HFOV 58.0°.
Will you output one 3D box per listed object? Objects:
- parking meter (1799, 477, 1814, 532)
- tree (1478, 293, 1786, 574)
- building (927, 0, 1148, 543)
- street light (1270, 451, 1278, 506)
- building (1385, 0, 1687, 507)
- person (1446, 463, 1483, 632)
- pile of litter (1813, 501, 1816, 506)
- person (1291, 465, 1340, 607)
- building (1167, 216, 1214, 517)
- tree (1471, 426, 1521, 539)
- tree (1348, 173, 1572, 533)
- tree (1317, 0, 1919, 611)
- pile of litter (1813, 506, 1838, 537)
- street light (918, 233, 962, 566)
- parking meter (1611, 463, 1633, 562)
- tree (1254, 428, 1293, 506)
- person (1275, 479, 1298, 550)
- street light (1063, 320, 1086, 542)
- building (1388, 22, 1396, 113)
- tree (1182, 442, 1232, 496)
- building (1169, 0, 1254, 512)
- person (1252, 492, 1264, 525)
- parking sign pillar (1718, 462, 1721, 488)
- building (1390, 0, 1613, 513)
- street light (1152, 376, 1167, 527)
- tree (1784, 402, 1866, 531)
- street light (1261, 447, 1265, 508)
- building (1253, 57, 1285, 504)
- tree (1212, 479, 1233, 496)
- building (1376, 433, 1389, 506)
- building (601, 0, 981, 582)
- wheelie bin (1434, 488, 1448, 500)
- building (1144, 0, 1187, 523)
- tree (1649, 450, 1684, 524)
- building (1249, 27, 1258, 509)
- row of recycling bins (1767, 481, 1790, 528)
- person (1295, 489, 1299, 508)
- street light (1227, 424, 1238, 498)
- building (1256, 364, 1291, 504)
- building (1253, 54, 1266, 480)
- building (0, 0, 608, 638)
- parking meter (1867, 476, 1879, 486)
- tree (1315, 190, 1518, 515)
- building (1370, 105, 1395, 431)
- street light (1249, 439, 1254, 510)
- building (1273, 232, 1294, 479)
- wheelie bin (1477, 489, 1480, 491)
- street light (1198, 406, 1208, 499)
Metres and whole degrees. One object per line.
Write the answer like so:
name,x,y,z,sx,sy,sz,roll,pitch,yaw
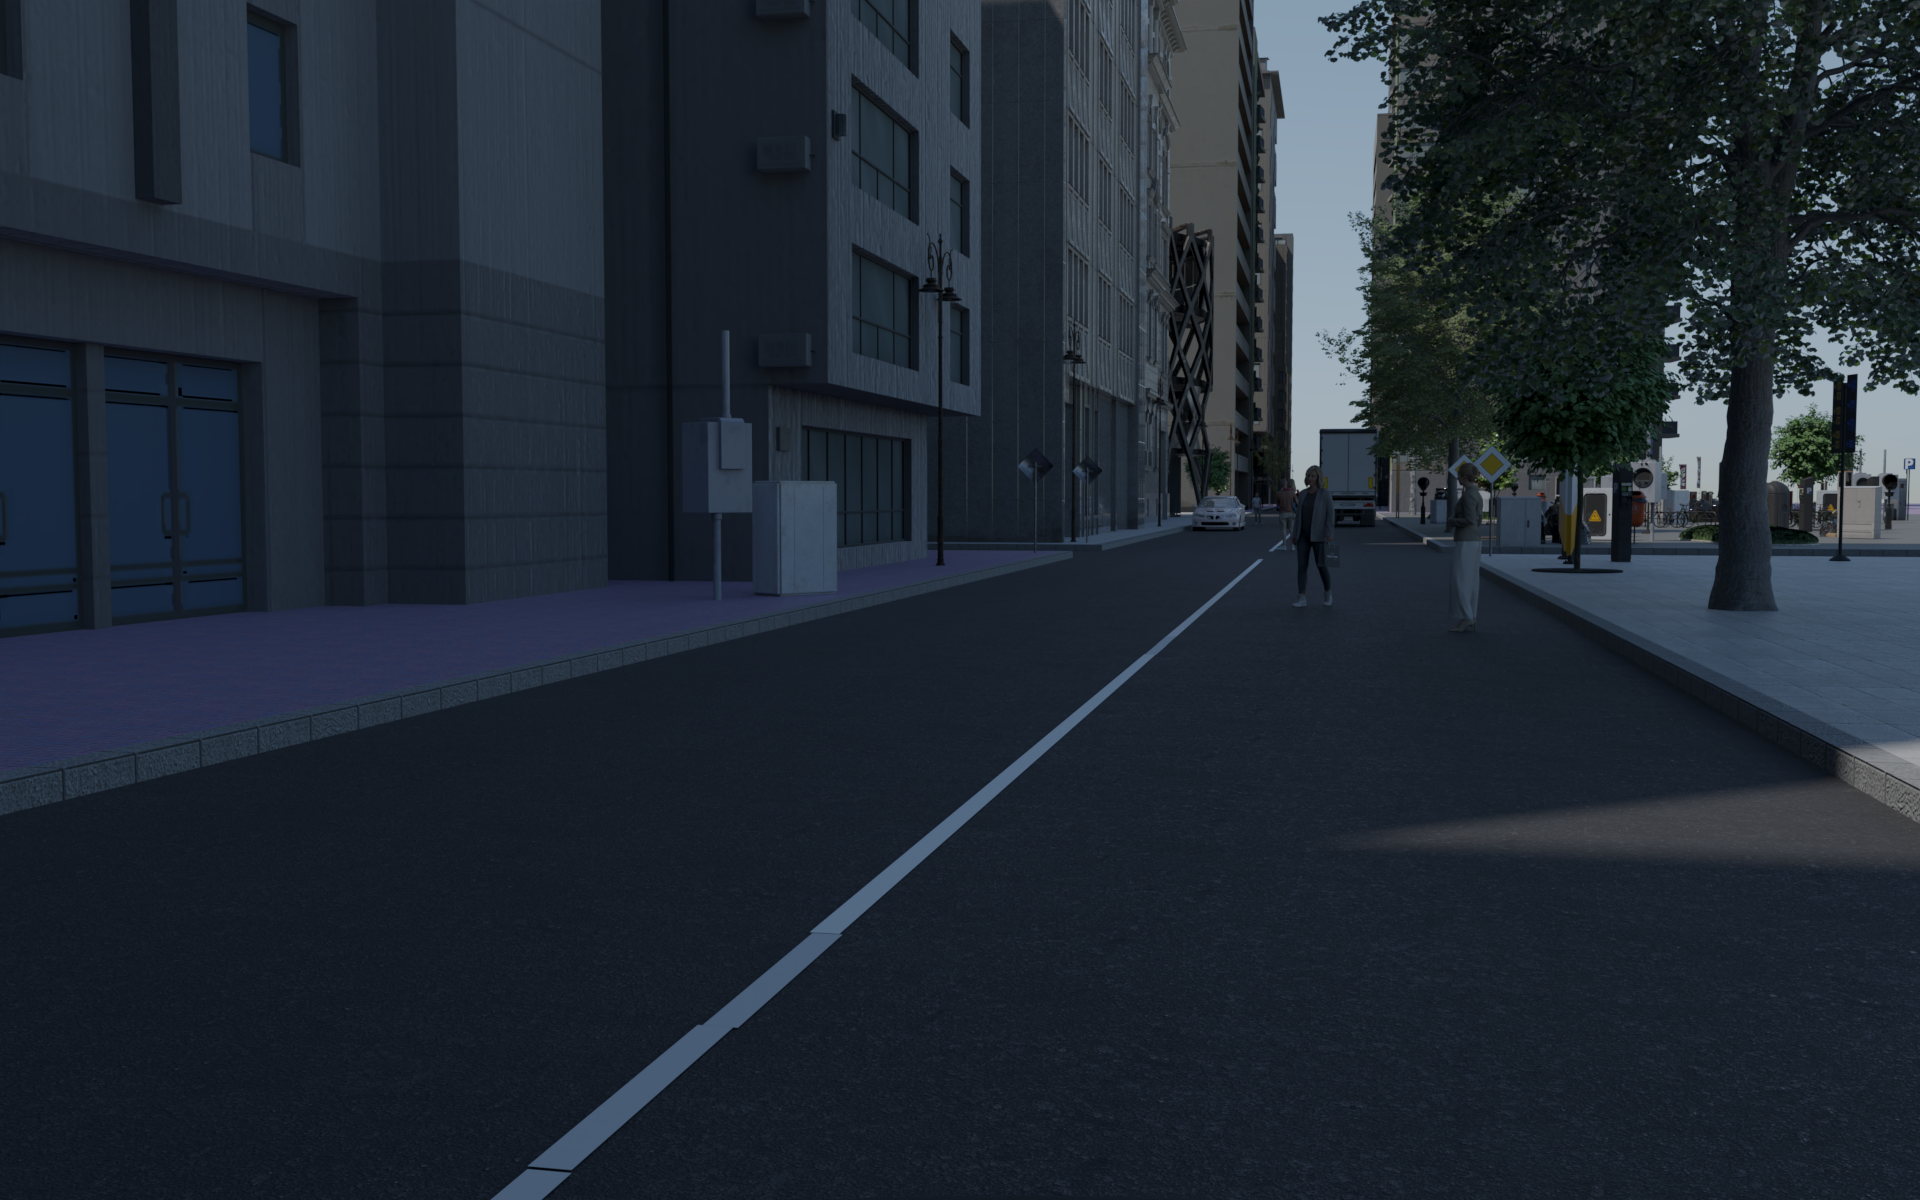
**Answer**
parking meter,28.552,-3.226,58.450,0.399,1.863,0.255,-1,4,-9
tree,10.130,-2.738,28.479,4.285,4.588,4.351,0,3,0
building,-1.074,-14.535,55.666,12.078,24.808,19.932,1,4,12
street light,33.779,-13.124,187.364,0.468,5.910,1.993,1,4,12
building,46.985,-29.919,143.795,22.147,44.769,28.867,1,4,12
person,5.279,-0.558,18.165,0.362,1.759,0.519,2,4,29
pile of litter,53.336,-5.718,107.450,1.719,0.858,1.176,-2,4,-27
person,4.578,-0.819,22.066,0.709,1.800,0.728,3,5,43
building,5.648,-14.058,97.294,16.820,18.784,16.811,1,4,12
tree,15.112,-3.350,49.371,1.663,3.219,1.824,0,3,0
tree,16.792,-8.506,57.203,7.486,12.596,7.792,0,3,0
tree,8.813,-6.866,18.914,9.857,13.997,8.962,0,3,0
pile of litter,26.649,-2.331,52.085,1.719,0.858,1.176,0,4,4
street light,-0.349,-3.555,30.913,0.468,5.910,1.993,1,4,12
parking meter,12.493,-1.650,32.683,0.255,1.863,0.399,0,4,-3
tree,34.933,-14.894,193.879,4.737,8.622,4.395,0,3,0
person,8.409,-2.196,44.384,0.573,1.828,0.580,3,5,42
street light,3.031,-4.484,46.108,0.468,5.910,1.993,1,4,12
building,72.073,-50.179,258.675,20.563,71.187,20.611,1,4,12
tree,15.384,-7.557,107.266,4.285,4.588,4.351,0,3,0
building,10.858,-31.055,131.446,21.300,48.544,21.600,1,4,12
person,14.009,-4.302,81.429,0.503,1.515,0.523,-3,4,-36
parking sign pillar,44.838,-6.865,100.709,1.447,3.967,1.447,-3,5,-41
building,38.100,-26.910,123.577,14.154,41.232,14.086,1,4,12
street light,7.879,-5.840,68.275,0.468,5.910,1.993,1,4,12
tree,29.956,-4.735,61.131,4.285,4.588,4.351,0,3,0
street light,28.907,-11.772,165.262,0.468,5.910,1.993,1,4,12
building,25.481,-38.380,216.752,28.713,52.752,27.495,1,4,12
tree,17.777,-7.549,118.022,1.663,3.219,1.824,0,3,0
building,53.181,-52.543,171.752,22.319,86.520,31.000,1,4,12
building,-7.167,-15.939,32.300,14.107,30.474,14.160,1,4,12
wheelie bin,24.950,-4.998,89.627,0.980,1.594,0.693,2,4,34
building,2.147,-17.722,77.140,14.401,28.519,23.554,1,4,12
tree,30.650,-4.972,75.893,1.663,3.219,1.824,0,3,0
building,17.922,-28.444,148.656,14.154,41.232,14.086,1,4,12
row of recycling bins,26.310,-3.057,57.099,1.069,1.692,3.534,0,4,5
person,27.314,-8.057,140.169,1.348,1.831,0.705,1,4,19
street light,17.610,-8.556,112.677,0.468,5.910,1.993,1,4,12
building,32.604,-24.554,246.503,27.650,21.520,28.899,1,4,12
building,18.581,-31.606,171.380,22.147,44.769,28.867,1,4,12
building,-18.098,-28.670,10.755,21.231,58.520,28.212,1,4,12
parking meter,29.868,-3.118,56.698,0.255,1.863,0.399,0,4,5
tree,28.013,-15.216,104.677,12.611,20.169,13.585,0,3,0
building,60.668,-35.773,208.598,21.300,48.544,21.600,1,4,12
street light,24.041,-10.399,142.803,0.468,5.910,1.993,1,4,12
building,43.629,-35.591,265.502,14.154,41.232,14.086,1,4,12
wheelie bin,33.972,-6.521,114.521,0.980,1.594,0.693,0,4,6
street light,12.698,-7.205,90.584,0.468,5.910,1.993,1,4,12
